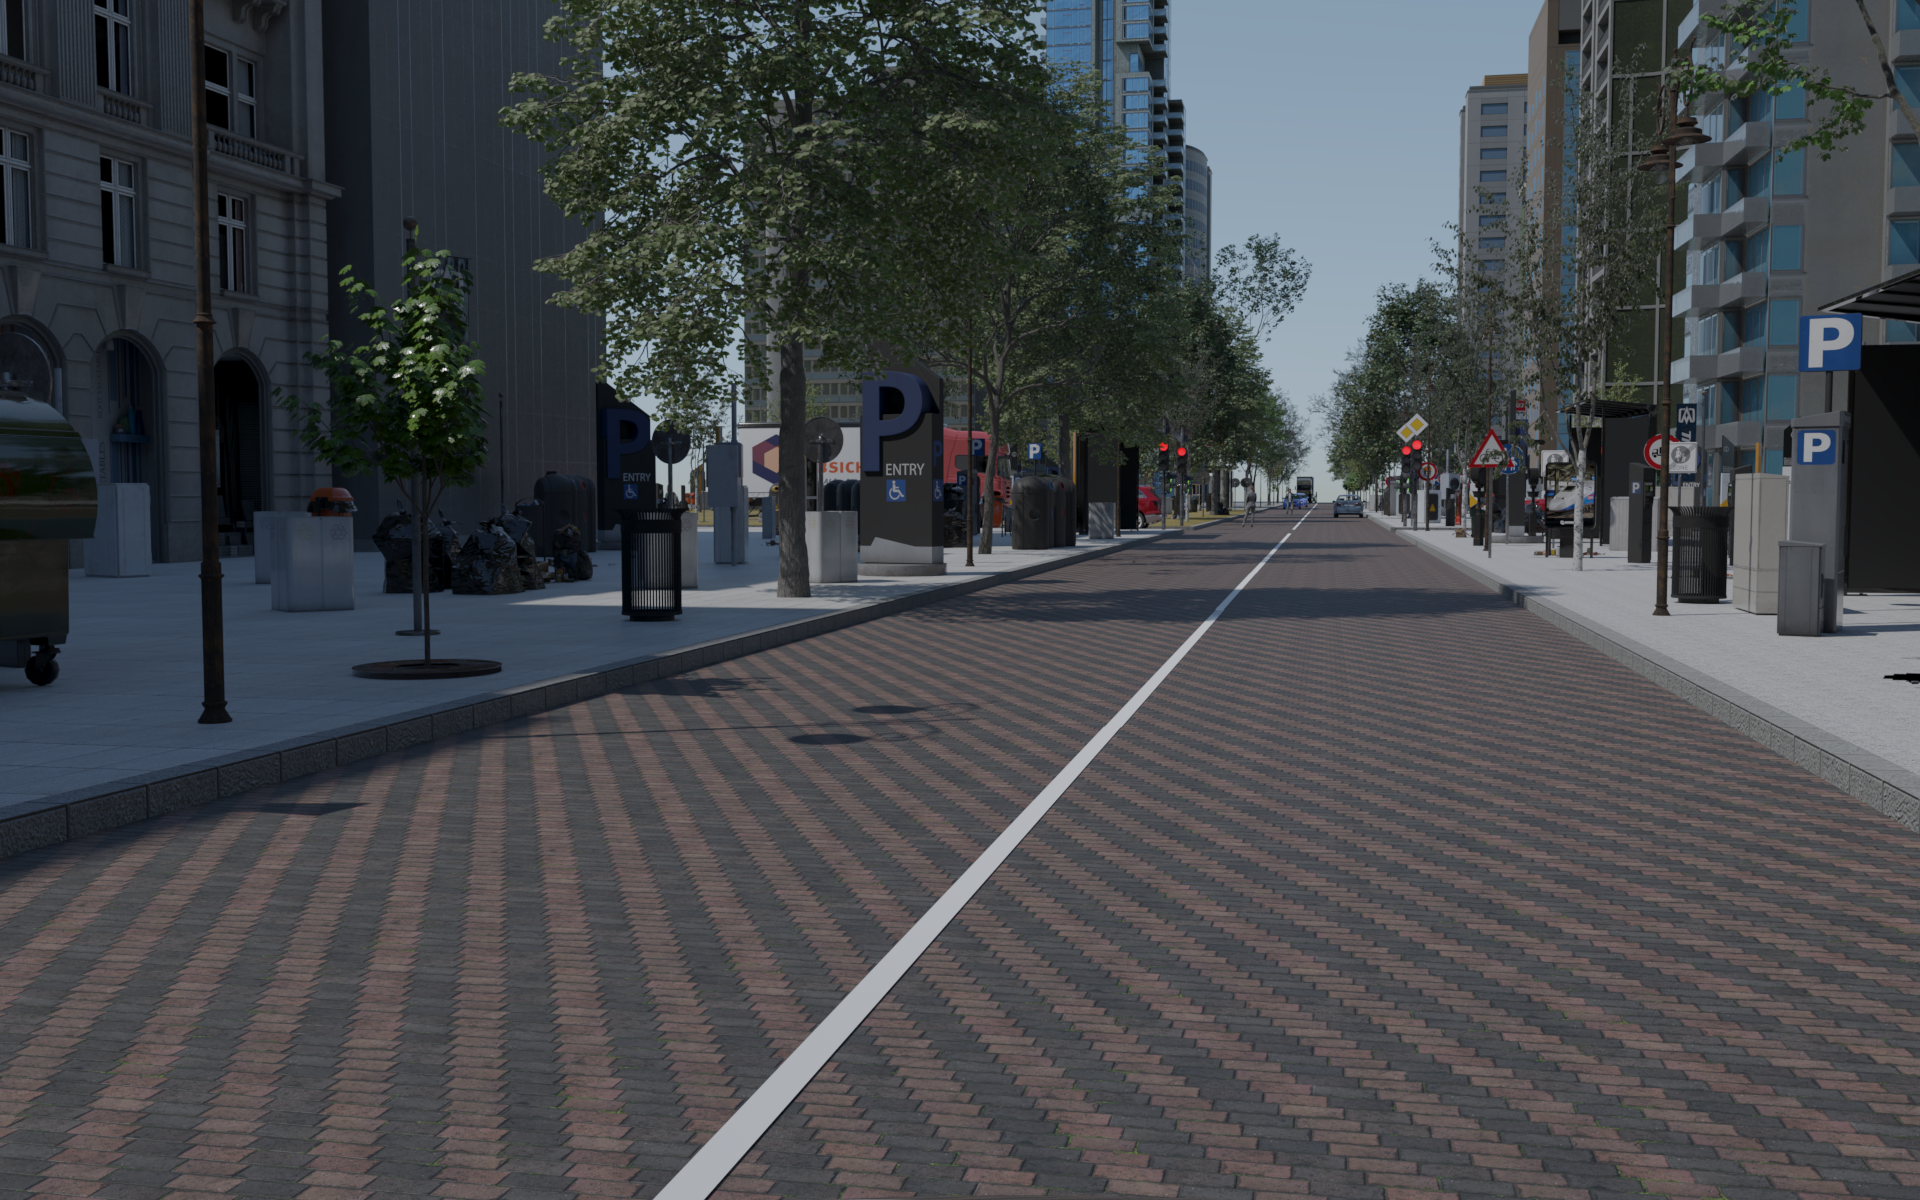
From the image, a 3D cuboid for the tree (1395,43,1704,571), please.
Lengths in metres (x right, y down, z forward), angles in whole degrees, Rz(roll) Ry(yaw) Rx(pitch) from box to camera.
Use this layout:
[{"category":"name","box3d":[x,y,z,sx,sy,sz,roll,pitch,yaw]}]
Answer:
[{"category":"tree","box3d":[10.211,-4.798,28.807,4.360,8.622,3.978,0,3,0]}]

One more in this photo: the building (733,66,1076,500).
[{"category":"building","box3d":[-3.164,-28.698,161.094,32.217,40.220,23.993,1,4,12]}]

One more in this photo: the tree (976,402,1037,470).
[{"category":"tree","box3d":[3.625,-10.098,115.460,4.737,8.622,4.395,0,3,0]}]

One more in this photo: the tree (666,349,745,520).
[{"category":"tree","box3d":[-12.979,-8.329,86.540,4.360,8.622,3.978,0,3,0]}]

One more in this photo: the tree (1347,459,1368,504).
[{"category":"tree","box3d":[41.860,-14.031,179.770,4.737,8.622,4.395,0,3,0]}]

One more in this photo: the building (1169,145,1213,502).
[{"category":"building","box3d":[30.027,-45.565,286.980,21.231,58.520,28.212,1,4,12]}]

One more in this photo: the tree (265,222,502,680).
[{"category":"tree","box3d":[-3.814,-1.094,12.496,1.663,3.219,1.824,0,3,0]}]

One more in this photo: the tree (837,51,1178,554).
[{"category":"tree","box3d":[0.841,-6.246,36.532,7.601,10.594,8.767,2,4,23]}]

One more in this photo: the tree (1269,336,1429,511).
[{"category":"tree","box3d":[31.035,-13.382,129.158,12.009,13.543,11.850,0,3,0]}]

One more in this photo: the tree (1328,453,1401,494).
[{"category":"tree","box3d":[40.163,-14.164,165.994,8.767,10.594,7.601,3,5,41]}]

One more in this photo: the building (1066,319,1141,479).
[{"category":"building","box3d":[4.242,-20.920,187.084,27.650,21.520,28.899,1,4,12]}]

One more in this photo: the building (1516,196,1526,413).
[{"category":"building","box3d":[60.793,-24.159,166.705,14.160,30.474,14.107,1,4,12]}]

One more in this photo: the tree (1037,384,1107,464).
[{"category":"tree","box3d":[7.944,-9.650,108.140,4.737,8.622,4.395,0,3,0]}]

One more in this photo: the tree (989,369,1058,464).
[{"category":"tree","box3d":[3.029,-8.748,93.387,4.360,8.622,3.978,0,3,0]}]

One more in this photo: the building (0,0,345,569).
[{"category":"building","box3d":[-21.631,-11.305,26.634,13.314,21.916,24.055,1,4,12]}]

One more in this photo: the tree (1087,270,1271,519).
[{"category":"tree","box3d":[11.309,-10.527,89.132,9.611,12.733,9.660,0,3,0]}]

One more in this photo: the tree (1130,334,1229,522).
[{"category":"tree","box3d":[10.212,-7.883,79.245,4.360,8.622,3.978,0,3,0]}]

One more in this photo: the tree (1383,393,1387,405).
[{"category":"tree","box3d":[22.202,-8.073,82.357,4.360,8.622,3.978,0,3,0]}]

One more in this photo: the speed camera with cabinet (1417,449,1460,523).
[{"category":"speed camera with cabinet","box3d":[21.089,-5.016,76.347,2.038,3.252,0.660,-2,4,-27]}]

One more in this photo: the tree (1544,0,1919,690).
[{"category":"tree","box3d":[6.779,-5.222,11.140,9.928,11.665,9.643,0,3,0]}]

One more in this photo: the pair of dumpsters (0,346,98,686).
[{"category":"pair of dumpsters","box3d":[-6.947,-0.437,9.633,1.574,2.255,4.437,1,4,12]}]

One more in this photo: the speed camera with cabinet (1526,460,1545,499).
[{"category":"speed camera with cabinet","box3d":[33.998,-6.552,101.459,2.038,3.252,0.660,-3,4,-38]}]

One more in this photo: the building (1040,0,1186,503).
[{"category":"building","box3d":[23.239,-57.778,257.345,22.319,86.520,31.000,1,4,12]}]

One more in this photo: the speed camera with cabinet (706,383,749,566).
[{"category":"speed camera with cabinet","box3d":[-4.234,-2.278,31.575,0.660,3.252,2.038,0,4,-2]}]

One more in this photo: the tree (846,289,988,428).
[{"category":"tree","box3d":[-1.583,-6.552,57.484,4.360,8.622,3.978,0,3,0]}]

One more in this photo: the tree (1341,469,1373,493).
[{"category":"tree","box3d":[45.986,-13.136,198.480,4.285,4.588,4.351,0,3,0]}]

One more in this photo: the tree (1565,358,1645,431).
[{"category":"tree","box3d":[34.811,-8.731,93.113,4.737,8.622,4.395,0,3,0]}]

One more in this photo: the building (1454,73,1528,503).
[{"category":"building","box3d":[82.301,-43.232,248.838,21.231,58.520,28.212,1,4,12]}]

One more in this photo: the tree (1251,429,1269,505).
[{"category":"tree","box3d":[35.021,-17.423,195.230,12.009,13.543,11.850,0,3,0]}]

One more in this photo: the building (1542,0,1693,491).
[{"category":"building","box3d":[54.736,-42.015,125.196,20.563,71.187,20.611,1,4,12]}]

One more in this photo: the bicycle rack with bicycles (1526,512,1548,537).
[{"category":"bicycle rack with bicycles","box3d":[17.984,-2.243,50.057,2.925,0.926,2.852,1,4,23]}]

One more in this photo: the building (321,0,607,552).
[{"category":"building","box3d":[-25.936,-13.965,47.401,30.058,24.678,14.314,1,4,12]}]

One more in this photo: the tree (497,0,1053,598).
[{"category":"tree","box3d":[-1.721,-6.293,21.013,7.486,12.596,7.792,0,3,0]}]

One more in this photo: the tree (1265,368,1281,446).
[{"category":"tree","box3d":[15.588,-11.350,103.696,7.486,12.596,7.792,0,3,0]}]

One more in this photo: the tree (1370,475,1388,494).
[{"category":"tree","box3d":[35.167,-9.129,143.862,1.663,3.219,1.824,0,3,0]}]

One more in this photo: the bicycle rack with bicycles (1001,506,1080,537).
[{"category":"bicycle rack with bicycles","box3d":[2.353,-2.396,52.555,2.852,0.926,2.925,0,4,6]}]

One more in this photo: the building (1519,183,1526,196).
[{"category":"building","box3d":[73.166,-30.083,183.743,32.217,40.220,23.993,1,4,12]}]

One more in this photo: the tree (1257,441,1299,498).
[{"category":"tree","box3d":[43.059,-17.616,238.381,4.737,8.622,4.395,0,3,0]}]

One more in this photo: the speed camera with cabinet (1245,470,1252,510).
[{"category":"speed camera with cabinet","box3d":[23.095,-8.842,138.905,0.660,3.252,2.038,1,4,9]}]

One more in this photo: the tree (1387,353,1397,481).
[{"category":"tree","box3d":[15.442,-6.216,51.988,4.360,8.622,3.978,0,3,0]}]

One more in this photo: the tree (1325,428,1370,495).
[{"category":"tree","box3d":[51.456,-18.828,225.956,7.486,12.596,7.792,0,3,0]}]

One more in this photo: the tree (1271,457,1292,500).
[{"category":"tree","box3d":[50.781,-19.896,275.654,4.360,8.622,3.978,0,3,0]}]

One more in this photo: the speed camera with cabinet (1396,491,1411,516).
[{"category":"speed camera with cabinet","box3d":[26.118,-6.430,99.466,2.038,3.252,0.660,1,4,14]}]

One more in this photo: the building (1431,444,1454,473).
[{"category":"building","box3d":[90.434,-26.492,278.185,27.650,21.520,28.899,1,4,12]}]

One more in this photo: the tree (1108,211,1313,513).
[{"category":"tree","box3d":[16.534,-15.963,116.883,12.611,20.169,13.585,0,3,0]}]

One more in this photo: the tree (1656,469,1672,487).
[{"category":"tree","box3d":[44.325,-7.885,112.636,4.285,4.588,4.351,0,3,0]}]

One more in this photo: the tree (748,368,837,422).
[{"category":"tree","box3d":[-9.788,-9.176,100.391,4.737,8.622,4.395,0,3,0]}]

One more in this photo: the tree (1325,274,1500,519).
[{"category":"tree","box3d":[23.830,-10.619,90.630,9.611,12.733,9.660,0,3,0]}]

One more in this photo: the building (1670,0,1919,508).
[{"category":"building","box3d":[52.259,-28.576,86.830,30.456,49.044,23.786,1,4,12]}]

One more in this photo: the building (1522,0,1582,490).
[{"category":"building","box3d":[57.619,-30.713,152.261,14.600,45.320,14.200,1,4,12]}]

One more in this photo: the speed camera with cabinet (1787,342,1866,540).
[{"category":"speed camera with cabinet","box3d":[11.372,-1.766,23.207,0.660,3.252,2.038,-1,4,-12]}]

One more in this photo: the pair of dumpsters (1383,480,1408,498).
[{"category":"pair of dumpsters","box3d":[29.282,-6.959,116.280,1.574,2.255,4.437,1,4,12]}]

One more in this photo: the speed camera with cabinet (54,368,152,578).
[{"category":"speed camera with cabinet","box3d":[-13.498,-2.002,27.071,2.038,3.252,0.660,2,4,34]}]
